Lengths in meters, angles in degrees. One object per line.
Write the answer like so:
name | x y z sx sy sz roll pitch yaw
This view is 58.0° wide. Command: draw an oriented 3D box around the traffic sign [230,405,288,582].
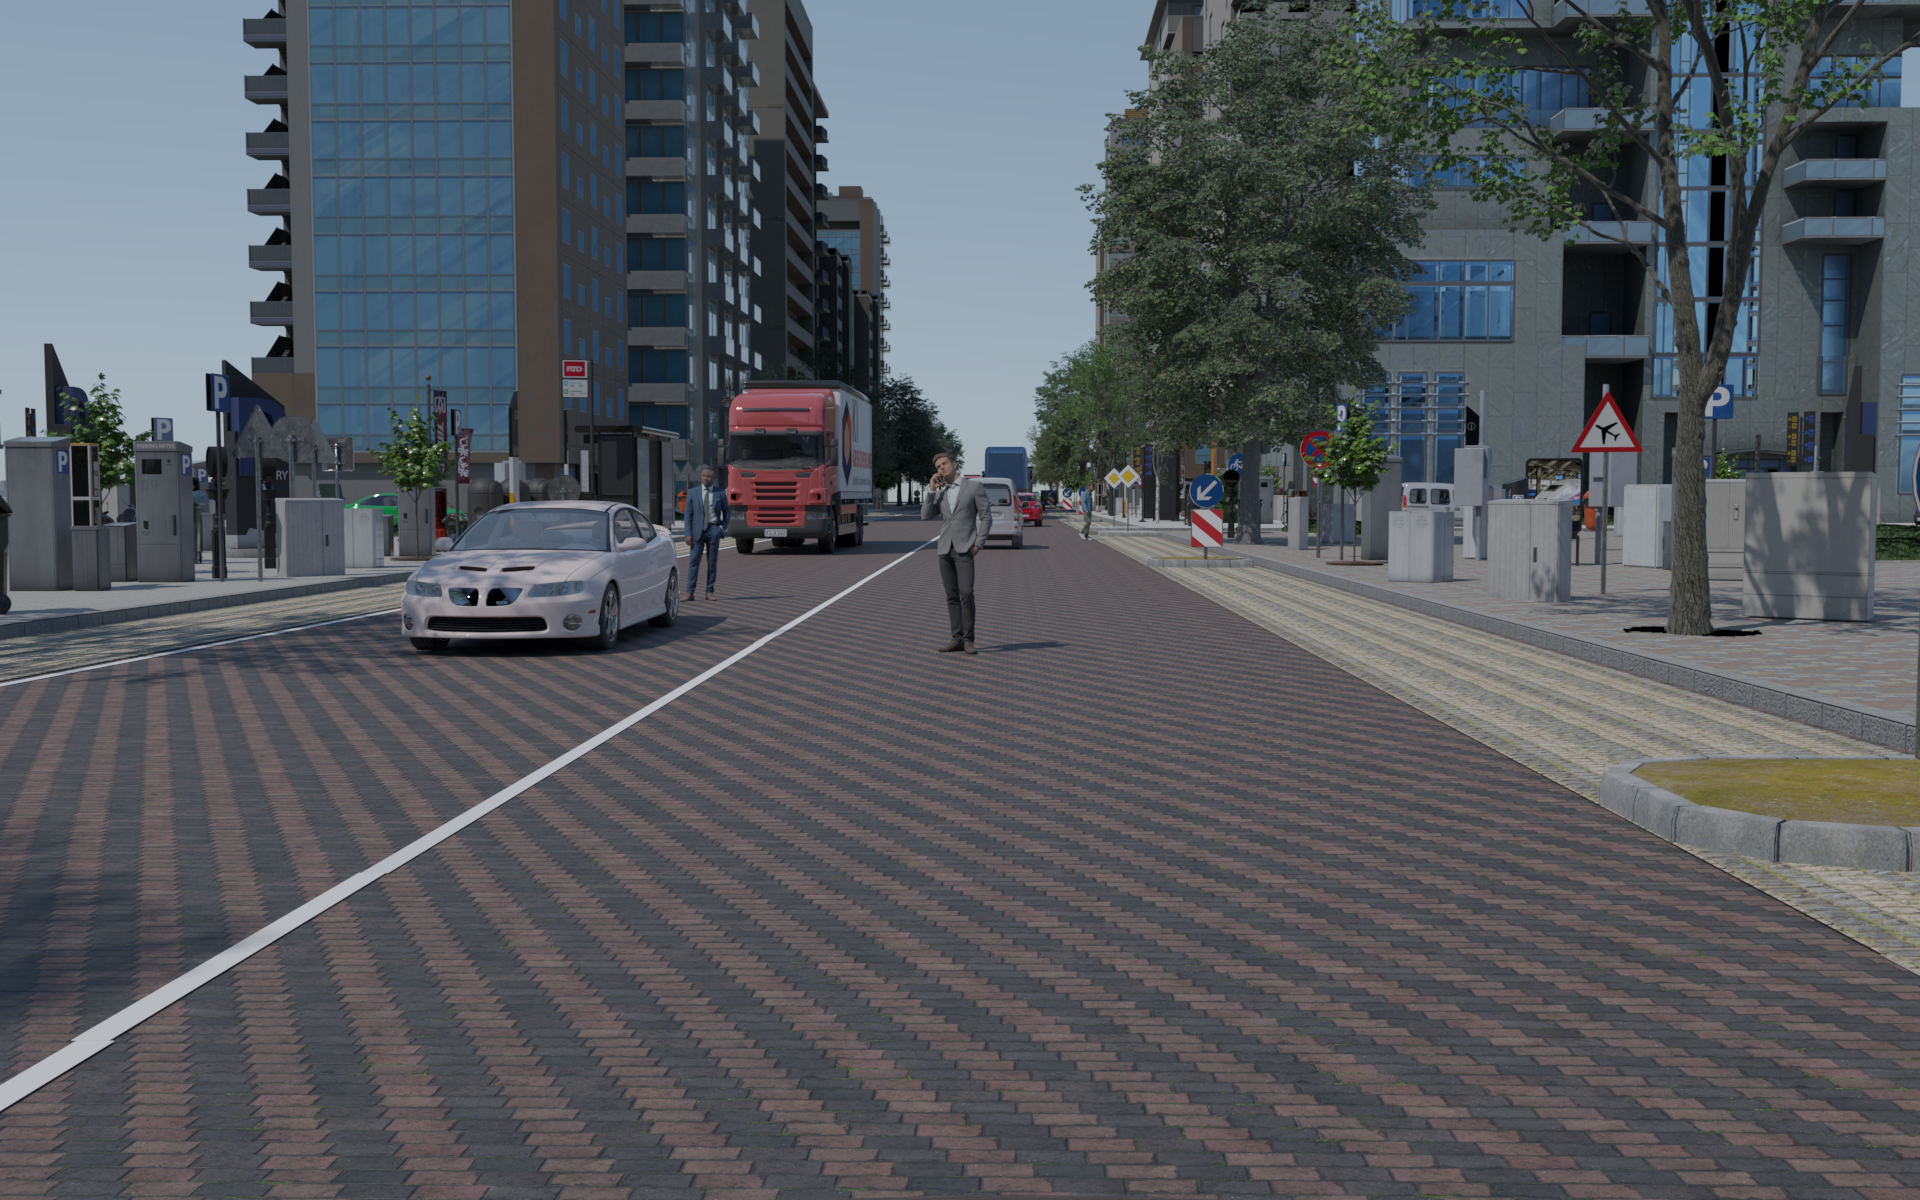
traffic sign | -10.245 -1.547 25.294 0.884 2.594 0.081 0 4 7

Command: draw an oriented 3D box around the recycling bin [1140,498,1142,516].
recycling bin | 11.064 -5.475 102.069 0.722 1.027 0.722 -2 4 -25

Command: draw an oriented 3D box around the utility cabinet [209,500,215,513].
utility cabinet | -25.529 -2.923 58.960 0.306 1.237 1.020 -2 4 -32

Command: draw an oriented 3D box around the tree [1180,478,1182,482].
tree | 11.432 -6.294 97.506 1.663 3.219 1.824 0 3 0

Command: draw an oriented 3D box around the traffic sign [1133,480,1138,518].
traffic sign | 9.463 -5.680 92.977 0.768 2.556 0.104 0 4 6

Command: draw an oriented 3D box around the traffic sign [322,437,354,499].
traffic sign | -11.206 -1.778 31.195 0.606 2.300 0.079 0 4 8

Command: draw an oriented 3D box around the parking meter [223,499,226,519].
parking meter | -38.059 -5.130 89.590 0.255 1.863 0.399 3 4 38

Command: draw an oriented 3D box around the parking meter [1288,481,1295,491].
parking meter | 14.469 -4.276 75.630 0.255 1.863 0.399 1 4 19

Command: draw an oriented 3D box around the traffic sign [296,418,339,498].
traffic sign | -10.985 -1.802 29.471 0.884 2.594 0.081 1 4 10

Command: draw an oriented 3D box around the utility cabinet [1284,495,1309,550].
utility cabinet | 7.787 -1.758 39.902 0.306 1.237 1.020 1 4 22

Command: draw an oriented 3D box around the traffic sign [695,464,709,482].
traffic sign | -11.010 -4.538 74.304 0.768 2.556 0.104 0 4 8

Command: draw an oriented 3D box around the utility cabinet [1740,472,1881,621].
utility cabinet | 8.670 -0.551 17.682 1.173 1.500 0.318 3 5 39

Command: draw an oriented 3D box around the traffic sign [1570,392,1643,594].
traffic sign | 8.255 -1.355 22.160 0.884 2.594 0.081 1 4 9

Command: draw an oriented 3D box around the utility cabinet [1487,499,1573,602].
utility cabinet | 6.909 -0.605 21.051 0.306 1.237 1.020 -3 4 -36

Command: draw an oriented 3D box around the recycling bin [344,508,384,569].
recycling bin | -10.477 -1.077 30.162 0.722 1.027 0.722 0 4 -6

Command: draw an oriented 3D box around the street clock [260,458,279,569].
street clock | -11.881 -1.542 29.782 0.358 2.002 0.471 -2 4 -25

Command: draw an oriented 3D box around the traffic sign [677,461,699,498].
traffic sign | -10.712 -4.167 68.127 0.884 2.594 0.081 0 4 7

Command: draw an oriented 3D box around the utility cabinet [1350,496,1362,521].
utility cabinet | 16.351 -3.612 70.215 1.020 1.237 0.306 0 4 -1

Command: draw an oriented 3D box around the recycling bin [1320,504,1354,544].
recycling bin | 9.831 -1.997 45.201 0.722 1.027 0.722 -1 4 -22

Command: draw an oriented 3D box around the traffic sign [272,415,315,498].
traffic sign | -10.769 -1.702 27.936 0.768 2.556 0.104 0 4 5

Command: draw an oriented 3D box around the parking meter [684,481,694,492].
parking meter | -12.172 -4.415 77.891 0.399 1.863 0.255 -2 4 -30

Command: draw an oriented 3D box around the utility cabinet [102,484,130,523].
utility cabinet | -19.248 -1.872 39.289 1.173 1.500 0.318 3 5 39

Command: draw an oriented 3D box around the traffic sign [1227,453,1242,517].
traffic sign | 8.634 -3.266 53.499 0.768 2.556 0.104 0 4 3

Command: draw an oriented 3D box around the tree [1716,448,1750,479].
tree | 31.756 -4.748 72.230 1.663 3.219 1.824 0 3 0

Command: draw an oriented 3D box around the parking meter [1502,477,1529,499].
parking meter | 8.116 -1.035 25.341 0.372 1.533 0.369 0 3 0

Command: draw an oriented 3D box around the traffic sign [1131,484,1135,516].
traffic sign | 9.905 -6.090 99.685 0.768 2.556 0.104 0 4 6

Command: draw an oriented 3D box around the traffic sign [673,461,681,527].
traffic sign | -11.304 -4.184 68.409 0.884 2.594 0.081 0 4 5

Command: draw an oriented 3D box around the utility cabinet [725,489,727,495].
utility cabinet | -9.872 -4.199 77.330 1.173 1.500 0.318 0 4 -1

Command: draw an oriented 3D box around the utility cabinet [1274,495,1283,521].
utility cabinet | 15.714 -4.408 83.235 0.306 1.237 1.020 -3 4 -36

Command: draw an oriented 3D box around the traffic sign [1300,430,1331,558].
traffic sign | 7.182 -2.112 34.641 0.768 2.556 0.104 1 4 11

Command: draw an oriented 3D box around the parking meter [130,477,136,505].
parking meter | -21.786 -2.436 45.546 0.255 1.863 0.399 -2 4 -28

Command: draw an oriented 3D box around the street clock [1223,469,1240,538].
street clock | 7.905 -2.806 50.447 0.471 2.002 0.358 1 4 19

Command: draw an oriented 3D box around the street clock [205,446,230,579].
street clock | -11.260 -1.328 26.281 0.358 2.002 0.471 -2 4 -35

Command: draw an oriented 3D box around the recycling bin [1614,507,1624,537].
recycling bin | 19.943 -2.392 51.669 0.722 1.027 0.722 1 4 12

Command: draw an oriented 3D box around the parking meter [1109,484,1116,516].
parking meter | 8.866 -5.812 100.731 0.255 1.863 0.399 3 5 44

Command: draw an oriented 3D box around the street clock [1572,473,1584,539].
street clock | 17.443 -2.727 49.150 0.471 2.002 0.358 2 4 24

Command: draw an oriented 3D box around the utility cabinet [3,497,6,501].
utility cabinet | -19.572 -1.531 36.198 0.306 1.237 1.020 0 4 1

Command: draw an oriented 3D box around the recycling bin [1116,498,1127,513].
recycling bin | 11.081 -6.475 118.414 0.722 1.027 0.722 -1 4 -10

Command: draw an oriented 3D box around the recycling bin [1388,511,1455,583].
recycling bin | 6.760 -0.785 25.383 0.722 1.027 0.722 3 5 41

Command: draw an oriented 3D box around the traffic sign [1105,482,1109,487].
traffic sign | 11.921 -8.416 137.608 0.884 2.594 0.081 1 4 10

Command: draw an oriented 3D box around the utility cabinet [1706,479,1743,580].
utility cabinet | 11.367 -1.039 25.667 1.173 1.500 0.318 1 4 15

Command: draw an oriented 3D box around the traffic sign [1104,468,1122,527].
traffic sign | 5.958 -3.874 66.987 0.795 2.450 0.064 0 4 2

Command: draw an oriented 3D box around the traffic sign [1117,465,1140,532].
traffic sign | 5.725 -3.386 59.005 0.795 2.450 0.064 0 4 2

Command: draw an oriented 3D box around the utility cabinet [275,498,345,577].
utility cabinet | -10.153 -0.975 27.105 0.306 1.237 1.020 3 4 37

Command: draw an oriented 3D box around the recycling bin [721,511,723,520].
recycling bin | -10.019 -3.669 72.543 0.722 1.027 0.722 2 4 29
